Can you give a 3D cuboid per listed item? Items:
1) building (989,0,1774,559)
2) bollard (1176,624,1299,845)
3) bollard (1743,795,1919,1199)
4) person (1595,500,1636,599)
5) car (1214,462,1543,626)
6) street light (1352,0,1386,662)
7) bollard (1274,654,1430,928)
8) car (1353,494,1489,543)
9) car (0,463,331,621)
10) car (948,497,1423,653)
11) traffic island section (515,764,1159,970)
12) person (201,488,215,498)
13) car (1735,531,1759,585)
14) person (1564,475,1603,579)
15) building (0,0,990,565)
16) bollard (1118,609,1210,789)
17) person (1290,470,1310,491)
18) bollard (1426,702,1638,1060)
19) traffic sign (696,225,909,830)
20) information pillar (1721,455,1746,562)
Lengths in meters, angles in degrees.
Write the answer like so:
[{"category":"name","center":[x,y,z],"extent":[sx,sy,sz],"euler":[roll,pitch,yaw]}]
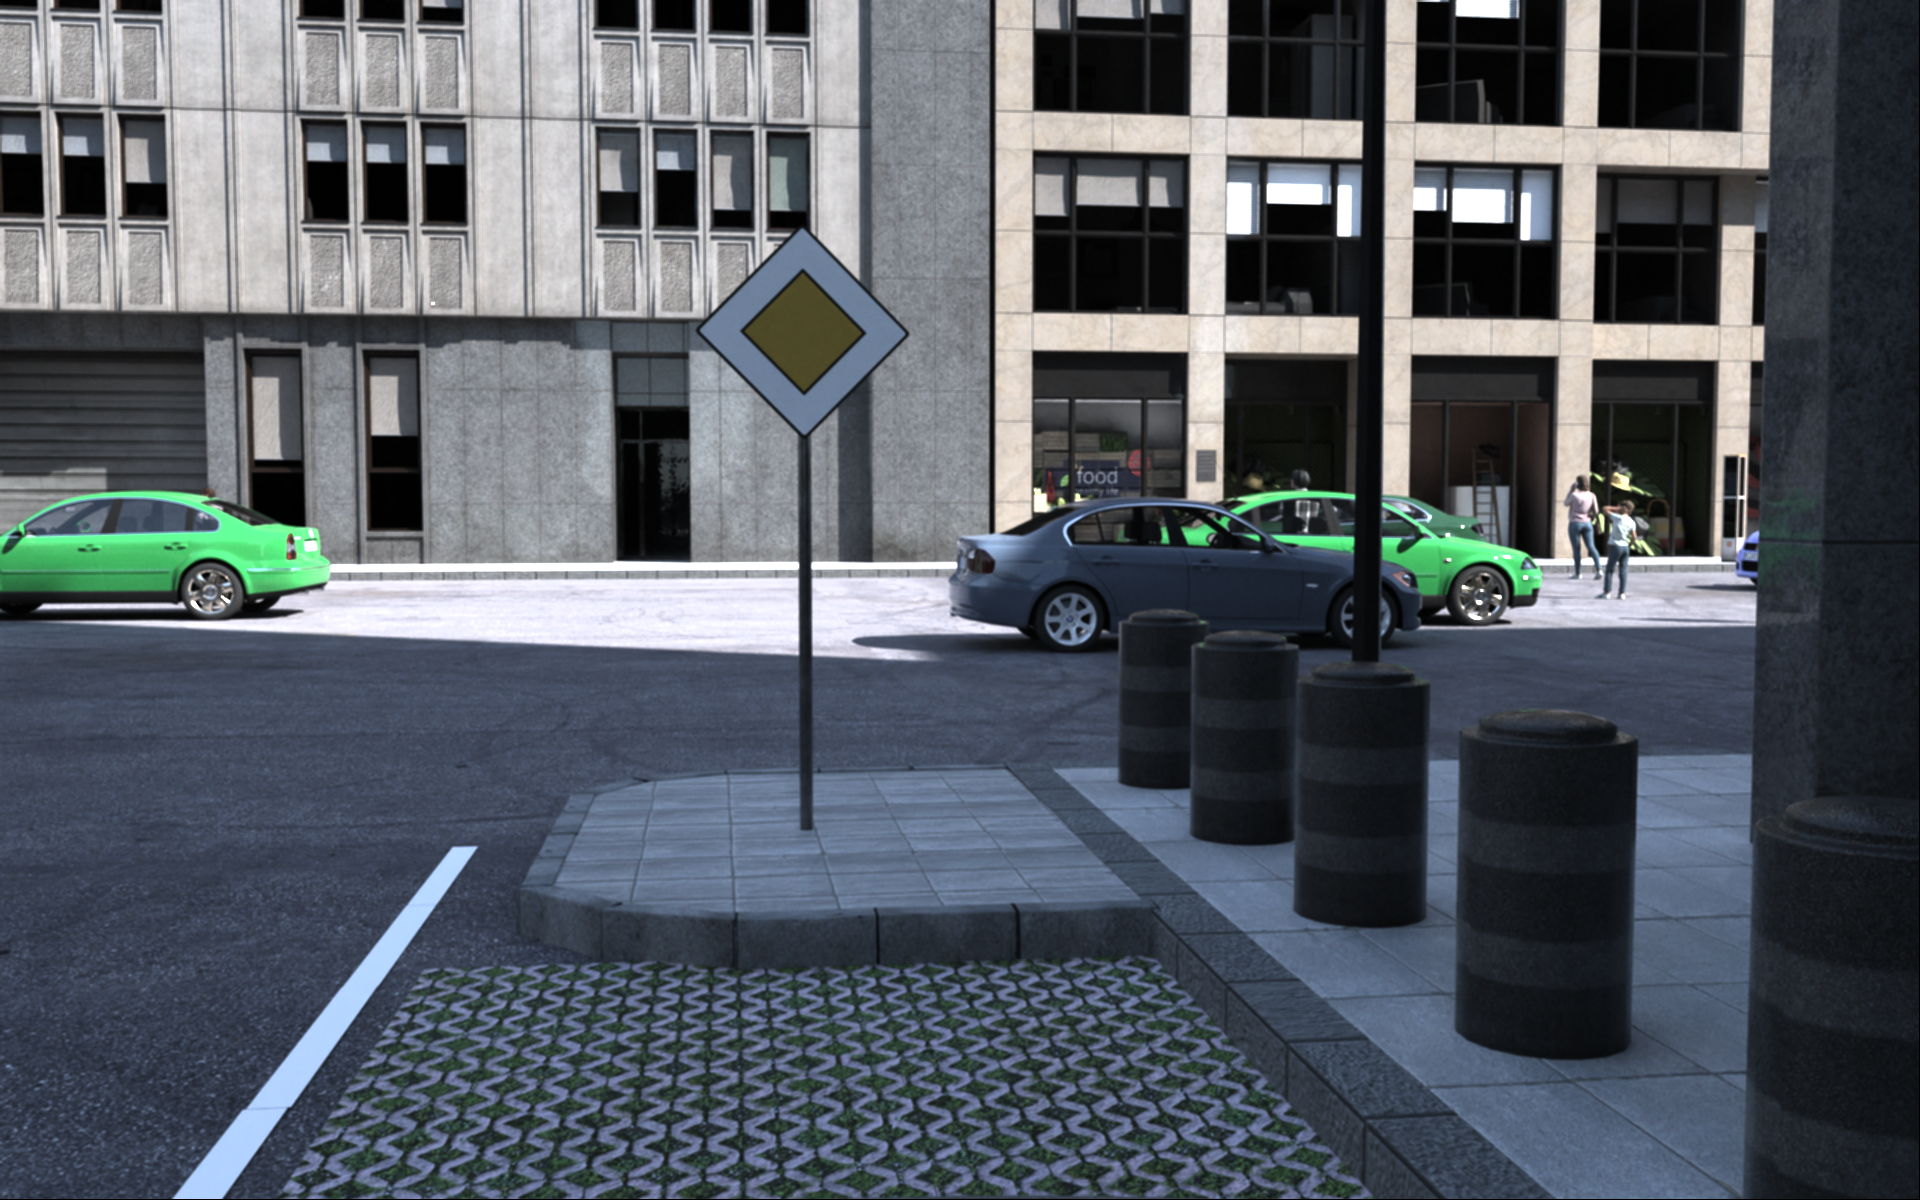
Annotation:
[{"category":"building","center":[16.241,-14.613,43.438],"extent":[34.151,26.468,19.350],"euler":[0,4,-8]},{"category":"bollard","center":[1.067,0.503,6.496],"extent":[0.404,0.777,0.398],"euler":[0,3,0]},{"category":"bollard","center":[1.543,0.722,2.909],"extent":[0.404,0.777,0.398],"euler":[0,3,0]},{"category":"person","center":[8.979,-0.691,23.708],"extent":[0.435,1.345,0.340],"euler":[-1,4,-14]},{"category":"car","center":[4.147,-0.646,19.354],"extent":[4.718,1.807,1.959],"euler":[0,4,-8]},{"category":"street light","center":[0.934,-2.051,6.069],"extent":[1.470,5.913,1.316],"euler":[0,4,-8]},{"category":"bollard","center":[1.226,0.576,5.295],"extent":[0.404,0.777,0.398],"euler":[0,3,0]},{"category":"car","center":[6.445,-1.073,29.339],"extent":[4.920,1.459,2.131],"euler":[-1,4,-9]},{"category":"car","center":[-9.889,-0.700,20.235],"extent":[4.718,1.807,1.959],"euler":[0,4,-6]},{"category":"car","center":[2.143,-0.277,16.537],"extent":[4.499,1.417,2.014],"euler":[0,4,-7]},{"category":"traffic island section","center":[-0.568,0.956,6.648],"extent":[2.009,0.180,2.903],"euler":[0,4,-8]},{"category":"person","center":[-11.769,-0.996,27.260],"extent":[0.523,1.526,0.387],"euler":[0,4,-4]},{"category":"car","center":[13.624,-1.007,26.056],"extent":[3.694,1.707,1.945],"euler":[-1,4,-9]},{"category":"person","center":[10.540,-1.228,29.162],"extent":[0.593,1.750,0.643],"euler":[0,4,-7]},{"category":"building","center":[-10.091,-13.355,36.370],"extent":[19.932,24.808,12.078],"euler":[0,4,-8]},{"category":"bollard","center":[0.905,0.429,7.697],"extent":[0.404,0.777,0.398],"euler":[0,3,0]},{"category":"person","center":[4.285,-0.761,21.666],"extent":[0.841,1.734,0.376],"euler":[-1,4,-19]},{"category":"bollard","center":[1.383,0.649,4.100],"extent":[0.404,0.777,0.398],"euler":[0,3,0]},{"category":"traffic sign","center":[-0.590,-0.179,6.567],"extent":[0.795,2.450,0.064],"euler":[0,4,-8]},{"category":"information pillar","center":[14.570,-1.721,32.632],"extent":[0.304,2.012,0.304],"euler":[-3,5,-44]}]
